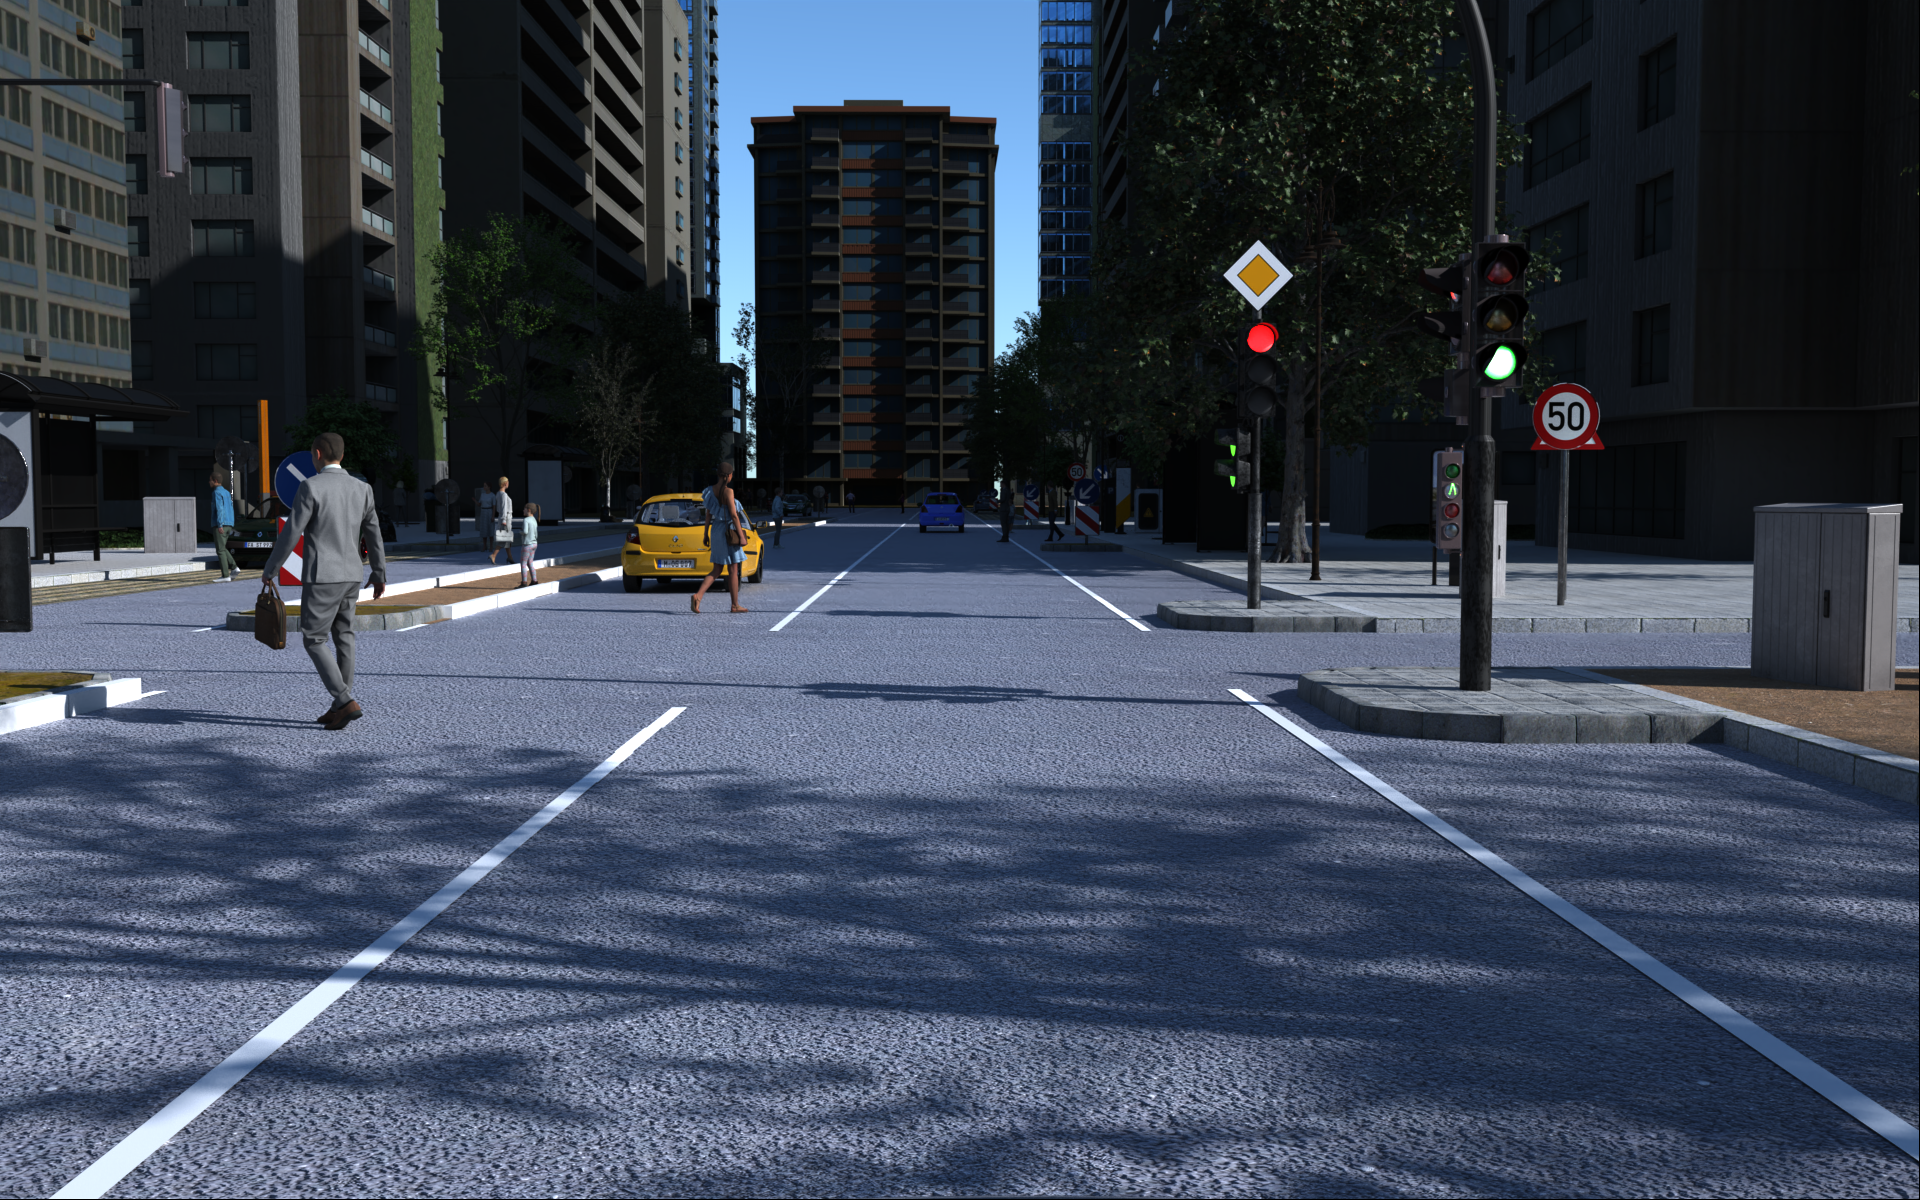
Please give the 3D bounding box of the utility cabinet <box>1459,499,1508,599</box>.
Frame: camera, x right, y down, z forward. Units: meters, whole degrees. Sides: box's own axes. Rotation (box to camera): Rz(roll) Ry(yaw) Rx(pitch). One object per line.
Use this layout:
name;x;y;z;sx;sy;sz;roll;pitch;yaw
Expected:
utility cabinet;6.530;-0.638;21.586;0.306;1.237;1.020;2;4;34

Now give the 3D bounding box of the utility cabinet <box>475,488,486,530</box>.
utility cabinet;-16.670;-3.163;60.390;0.318;1.500;1.173;-2;4;-25

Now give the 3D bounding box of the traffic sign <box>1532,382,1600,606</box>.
traffic sign;6.927;-1.210;19.892;0.768;2.556;0.104;0;4;1

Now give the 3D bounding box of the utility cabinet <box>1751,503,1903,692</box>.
utility cabinet;5.836;-0.035;11.730;0.306;1.237;1.020;-1;4;-16

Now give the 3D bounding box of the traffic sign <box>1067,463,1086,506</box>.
traffic sign;4.713;-4.272;69.947;0.768;2.556;0.104;0;4;4

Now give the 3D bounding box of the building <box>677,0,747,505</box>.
building;-40.264;-53.974;195.143;31.000;86.520;22.319;0;4;-1

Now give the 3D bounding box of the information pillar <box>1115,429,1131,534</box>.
information pillar;5.194;-3.898;55.081;0.504;3.616;0.183;2;4;26

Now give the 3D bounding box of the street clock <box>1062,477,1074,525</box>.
street clock;4.447;-4.086;71.381;0.471;2.002;0.358;0;4;-4

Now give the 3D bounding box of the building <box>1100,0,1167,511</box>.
building;22.806;-31.410;137.251;21.300;48.544;21.600;0;4;-1

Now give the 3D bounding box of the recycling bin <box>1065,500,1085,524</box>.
recycling bin;4.950;-3.756;73.967;0.722;1.027;0.722;-2;4;-29

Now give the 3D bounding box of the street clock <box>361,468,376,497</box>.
street clock;-16.353;-2.651;47.912;0.358;2.002;0.471;-3;5;-45

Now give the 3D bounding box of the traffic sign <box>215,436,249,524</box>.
traffic sign;-15.911;-2.308;37.841;0.768;2.556;0.104;0;4;6

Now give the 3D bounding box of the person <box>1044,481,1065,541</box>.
person;2.841;-2.712;52.747;0.836;1.842;0.656;-3;4;-38

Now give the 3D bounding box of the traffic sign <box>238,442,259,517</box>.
traffic sign;-17.610;-2.607;42.725;0.768;2.556;0.104;0;4;6

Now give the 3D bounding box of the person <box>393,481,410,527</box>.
person;-21.686;-3.724;67.112;0.537;1.800;0.526;1;4;18

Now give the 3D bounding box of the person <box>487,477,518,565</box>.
person;-9.277;-1.603;35.064;0.624;1.780;0.694;-1;4;-19

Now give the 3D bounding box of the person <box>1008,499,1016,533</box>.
person;1.901;-3.116;64.127;0.332;1.250;0.352;2;4;29

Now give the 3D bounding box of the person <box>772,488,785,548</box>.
person;-4.792;-2.164;45.696;0.330;1.601;0.589;0;4;-7

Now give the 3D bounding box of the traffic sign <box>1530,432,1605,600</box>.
traffic sign;7.300;-1.277;20.879;0.884;2.594;0.081;0;4;1

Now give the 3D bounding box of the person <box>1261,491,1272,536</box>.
person;9.245;-2.876;53.095;0.581;1.822;0.654;2;4;32

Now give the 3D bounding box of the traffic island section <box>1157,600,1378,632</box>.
traffic island section;3.310;0.178;19.375;2.009;0.180;2.903;0;4;-1

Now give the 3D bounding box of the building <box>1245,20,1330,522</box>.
building;23.621;-39.434;82.992;20.563;71.187;20.611;0;4;-1

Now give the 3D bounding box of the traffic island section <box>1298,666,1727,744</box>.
traffic island section;3.395;0.666;11.390;2.009;0.180;2.903;0;4;-1

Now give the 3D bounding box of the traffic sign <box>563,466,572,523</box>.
traffic sign;-17.864;-4.768;78.055;0.768;2.556;0.104;0;4;3

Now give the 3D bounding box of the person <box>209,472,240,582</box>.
person;-11.949;-1.178;28.108;0.444;1.785;0.601;0;4;7

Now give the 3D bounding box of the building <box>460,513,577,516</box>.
building;-35.328;-30.730;126.129;21.300;48.544;21.600;0;4;-1

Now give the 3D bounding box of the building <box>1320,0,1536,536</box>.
building;19.381;-22.934;58.559;14.154;41.232;14.086;0;4;-1

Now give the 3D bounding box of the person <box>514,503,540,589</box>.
person;-6.474;-0.802;25.885;0.394;1.301;0.425;0;4;-5

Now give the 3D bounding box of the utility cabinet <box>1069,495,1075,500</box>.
utility cabinet;6.243;-5.036;93.498;1.020;1.237;0.306;-3;4;-36

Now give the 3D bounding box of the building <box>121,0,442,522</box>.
building;-32.038;-24.075;77.222;14.154;41.232;14.086;0;4;-1

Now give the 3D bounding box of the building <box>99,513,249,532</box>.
building;-39.396;-21.915;50.184;32.217;40.220;23.993;0;4;-1

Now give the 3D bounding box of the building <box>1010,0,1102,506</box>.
building;20.461;-54.015;195.819;31.000;86.520;22.319;0;4;-1

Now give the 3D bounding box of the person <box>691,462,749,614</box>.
person;-2.825;-0.738;20.666;0.778;1.811;0.616;-3;5;-43

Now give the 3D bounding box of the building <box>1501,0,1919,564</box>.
building;20.362;-16.134;35.490;14.107;30.474;14.160;0;4;-1

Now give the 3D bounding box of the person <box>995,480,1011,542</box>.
person;1.262;-2.656;51.736;0.447;1.846;0.655;1;4;18

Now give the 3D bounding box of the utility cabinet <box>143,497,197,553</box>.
utility cabinet;-17.205;-1.624;37.717;1.020;1.237;0.306;-1;4;-16

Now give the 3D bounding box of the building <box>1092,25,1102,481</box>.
building;18.753;-28.847;155.242;14.154;41.232;14.086;0;4;-1

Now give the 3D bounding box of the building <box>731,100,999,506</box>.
building;-10.289;-33.078;195.457;28.867;44.769;22.147;0;4;-1

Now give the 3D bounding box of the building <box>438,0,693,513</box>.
building;-35.530;-32.235;150.745;21.600;48.544;21.300;0;4;-1

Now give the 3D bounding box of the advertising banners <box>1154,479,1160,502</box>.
advertising banners;6.530;-3.567;54.503;0.090;3.025;2.074;-1;4;-22

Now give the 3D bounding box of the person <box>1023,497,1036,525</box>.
person;3.229;-4.340;80.300;0.563;1.720;0.643;1;4;12

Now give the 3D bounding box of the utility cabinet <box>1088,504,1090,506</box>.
utility cabinet;5.962;-4.237;80.438;1.020;1.237;0.306;-3;5;-39

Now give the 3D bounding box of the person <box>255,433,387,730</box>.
person;-3.926;-0.129;10.738;0.853;1.813;0.709;2;4;31

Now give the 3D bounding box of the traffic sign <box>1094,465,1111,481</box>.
traffic sign;6.184;-4.595;75.239;0.768;2.556;0.104;0;4;6

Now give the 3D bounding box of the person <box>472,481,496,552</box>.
person;-11.748;-2.065;42.828;0.480;1.755;0.524;1;4;15

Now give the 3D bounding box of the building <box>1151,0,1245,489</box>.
building;24.419;-30.071;111.272;23.786;49.044;30.456;0;4;-1
